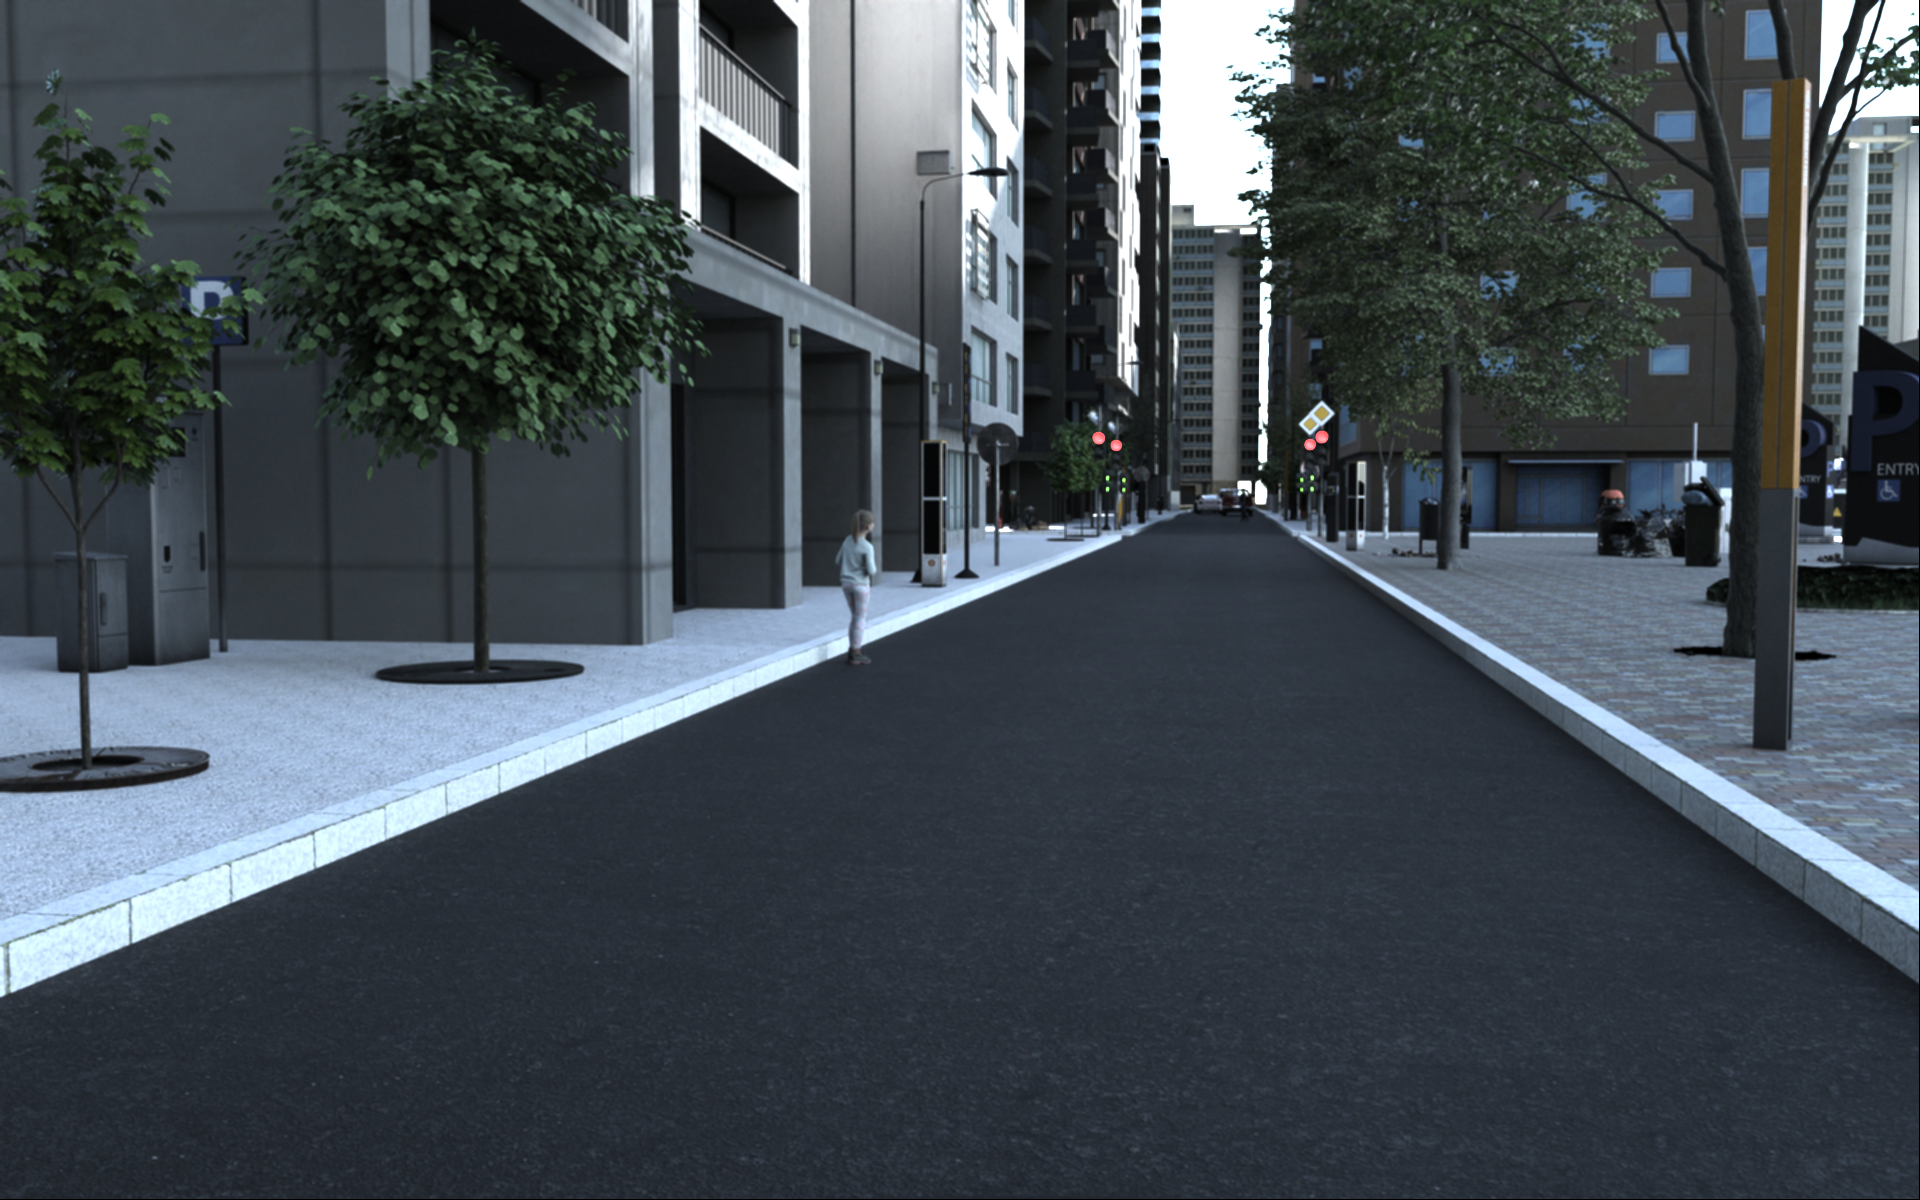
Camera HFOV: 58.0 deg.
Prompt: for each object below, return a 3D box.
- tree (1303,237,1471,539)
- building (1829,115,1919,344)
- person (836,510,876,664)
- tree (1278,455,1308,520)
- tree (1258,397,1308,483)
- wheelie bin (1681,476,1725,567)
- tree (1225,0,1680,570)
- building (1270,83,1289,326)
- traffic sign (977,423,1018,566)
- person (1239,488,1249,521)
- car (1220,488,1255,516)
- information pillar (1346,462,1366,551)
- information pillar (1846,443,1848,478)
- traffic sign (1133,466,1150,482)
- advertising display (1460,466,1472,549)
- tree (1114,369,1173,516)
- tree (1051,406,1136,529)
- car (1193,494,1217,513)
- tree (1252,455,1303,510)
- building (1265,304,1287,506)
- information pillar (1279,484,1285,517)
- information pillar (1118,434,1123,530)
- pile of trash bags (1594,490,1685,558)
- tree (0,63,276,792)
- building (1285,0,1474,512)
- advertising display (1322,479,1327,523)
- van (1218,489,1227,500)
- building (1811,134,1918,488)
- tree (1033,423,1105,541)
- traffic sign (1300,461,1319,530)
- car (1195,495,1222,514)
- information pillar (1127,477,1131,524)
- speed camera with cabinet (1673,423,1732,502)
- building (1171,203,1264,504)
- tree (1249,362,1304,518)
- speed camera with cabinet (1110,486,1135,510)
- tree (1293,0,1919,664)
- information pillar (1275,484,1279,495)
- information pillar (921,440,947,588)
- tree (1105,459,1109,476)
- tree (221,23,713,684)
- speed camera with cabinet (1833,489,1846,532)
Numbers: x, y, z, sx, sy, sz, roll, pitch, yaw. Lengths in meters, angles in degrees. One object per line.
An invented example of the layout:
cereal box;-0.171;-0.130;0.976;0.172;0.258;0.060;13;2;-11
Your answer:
tree;12.050;-6.006;48.555;4.737;8.622;4.395;0;3;0
building;102.663;-30.939;189.447;14.086;41.232;14.154;1;4;9
person;-0.858;-0.116;14.671;0.425;1.301;0.394;2;4;27
tree;16.496;-5.528;84.984;1.663;3.219;1.824;0;3;0
tree;24.377;-10.945;129.305;4.360;8.622;3.978;0;3;0
wheelie bin;13.197;-1.399;30.787;0.693;1.594;0.980;2;4;28
tree;7.990;-6.808;29.435;7.486;12.596;7.792;0;3;0
building;45.890;-34.926;194.736;21.300;48.544;21.600;1;4;9
traffic sign;0.657;-1.883;30.891;0.768;2.556;0.104;1;4;16
person;14.988;-5.039;91.308;0.534;1.772;0.576;0;4;5
car;18.403;-6.492;114.821;2.281;1.827;5.304;1;4;10
information pillar;8.975;-2.127;39.267;0.304;2.012;0.304;-3;5;-39
information pillar;31.305;-4.240;60.675;0.183;3.616;0.504;-2;4;-26
traffic sign;8.322;-4.849;79.392;0.768;2.556;0.104;1;4;10
advertising display;11.813;-2.173;40.746;0.123;1.923;0.974;0;4;-3
tree;10.613;-9.352;103.271;4.360;8.622;3.978;0;3;0
tree;5.014;-4.959;64.793;4.285;4.588;4.351;0;3;0
car;18.775;-7.493;132.302;2.009;1.686;4.222;1;4;10
tree;25.596;-9.662;141.692;4.285;4.588;4.351;0;3;0
building;44.432;-19.892;170.277;27.650;21.520;28.899;1;4;9
information pillar;18.587;-5.787;99.109;0.304;2.012;0.304;-1;4;-11
information pillar;5.700;-4.317;61.931;0.183;3.616;0.504;1;4;21
pile of trash bags;14.293;-1.634;36.469;1.912;1.369;3.447;0;4;-4
tree;-4.076;-0.818;7.974;1.663;3.219;1.824;0;3;0
building;35.374;-30.505;148.865;14.600;45.320;14.200;1;4;9
advertising display;16.145;-4.316;75.781;0.974;1.923;0.123;-3;5;-40
van;22.015;-8.323;143.096;2.013;2.044;4.112;0;4;8
building;82.486;-30.084;183.753;23.993;40.220;32.217;1;4;9
tree;2.926;-3.234;47.471;1.663;3.219;1.824;0;3;0
traffic sign;12.402;-3.738;61.220;0.768;2.556;0.104;1;4;10
car;18.148;-6.941;125.845;2.083;1.381;4.827;0;4;8
information pillar;7.195;-4.304;74.868;0.304;2.012;0.304;1;4;23
speed camera with cabinet;21.046;-3.313;48.501;2.038;3.252;0.660;-1;4;-12
building;28.911;-33.203;234.747;23.993;40.220;32.217;1;4;9
tree;18.209;-8.816;94.496;4.737;8.622;4.395;0;3;0
speed camera with cabinet;12.667;-8.664;135.986;2.038;3.252;0.660;1;4;19
tree;6.358;-5.366;13.492;9.928;11.665;9.643;0;3;0
information pillar;22.585;-7.251;123.038;0.304;2.012;0.304;3;4;38
information pillar;-0.358;-1.185;23.870;0.304;2.012;0.304;1;4;13
tree;3.694;-3.481;51.513;1.663;3.219;1.824;0;3;0
tree;-3.505;-1.745;12.246;4.285;4.588;4.351;0;3;0
speed camera with cabinet;29.867;-3.885;57.863;2.038;3.252;0.660;1;4;14
